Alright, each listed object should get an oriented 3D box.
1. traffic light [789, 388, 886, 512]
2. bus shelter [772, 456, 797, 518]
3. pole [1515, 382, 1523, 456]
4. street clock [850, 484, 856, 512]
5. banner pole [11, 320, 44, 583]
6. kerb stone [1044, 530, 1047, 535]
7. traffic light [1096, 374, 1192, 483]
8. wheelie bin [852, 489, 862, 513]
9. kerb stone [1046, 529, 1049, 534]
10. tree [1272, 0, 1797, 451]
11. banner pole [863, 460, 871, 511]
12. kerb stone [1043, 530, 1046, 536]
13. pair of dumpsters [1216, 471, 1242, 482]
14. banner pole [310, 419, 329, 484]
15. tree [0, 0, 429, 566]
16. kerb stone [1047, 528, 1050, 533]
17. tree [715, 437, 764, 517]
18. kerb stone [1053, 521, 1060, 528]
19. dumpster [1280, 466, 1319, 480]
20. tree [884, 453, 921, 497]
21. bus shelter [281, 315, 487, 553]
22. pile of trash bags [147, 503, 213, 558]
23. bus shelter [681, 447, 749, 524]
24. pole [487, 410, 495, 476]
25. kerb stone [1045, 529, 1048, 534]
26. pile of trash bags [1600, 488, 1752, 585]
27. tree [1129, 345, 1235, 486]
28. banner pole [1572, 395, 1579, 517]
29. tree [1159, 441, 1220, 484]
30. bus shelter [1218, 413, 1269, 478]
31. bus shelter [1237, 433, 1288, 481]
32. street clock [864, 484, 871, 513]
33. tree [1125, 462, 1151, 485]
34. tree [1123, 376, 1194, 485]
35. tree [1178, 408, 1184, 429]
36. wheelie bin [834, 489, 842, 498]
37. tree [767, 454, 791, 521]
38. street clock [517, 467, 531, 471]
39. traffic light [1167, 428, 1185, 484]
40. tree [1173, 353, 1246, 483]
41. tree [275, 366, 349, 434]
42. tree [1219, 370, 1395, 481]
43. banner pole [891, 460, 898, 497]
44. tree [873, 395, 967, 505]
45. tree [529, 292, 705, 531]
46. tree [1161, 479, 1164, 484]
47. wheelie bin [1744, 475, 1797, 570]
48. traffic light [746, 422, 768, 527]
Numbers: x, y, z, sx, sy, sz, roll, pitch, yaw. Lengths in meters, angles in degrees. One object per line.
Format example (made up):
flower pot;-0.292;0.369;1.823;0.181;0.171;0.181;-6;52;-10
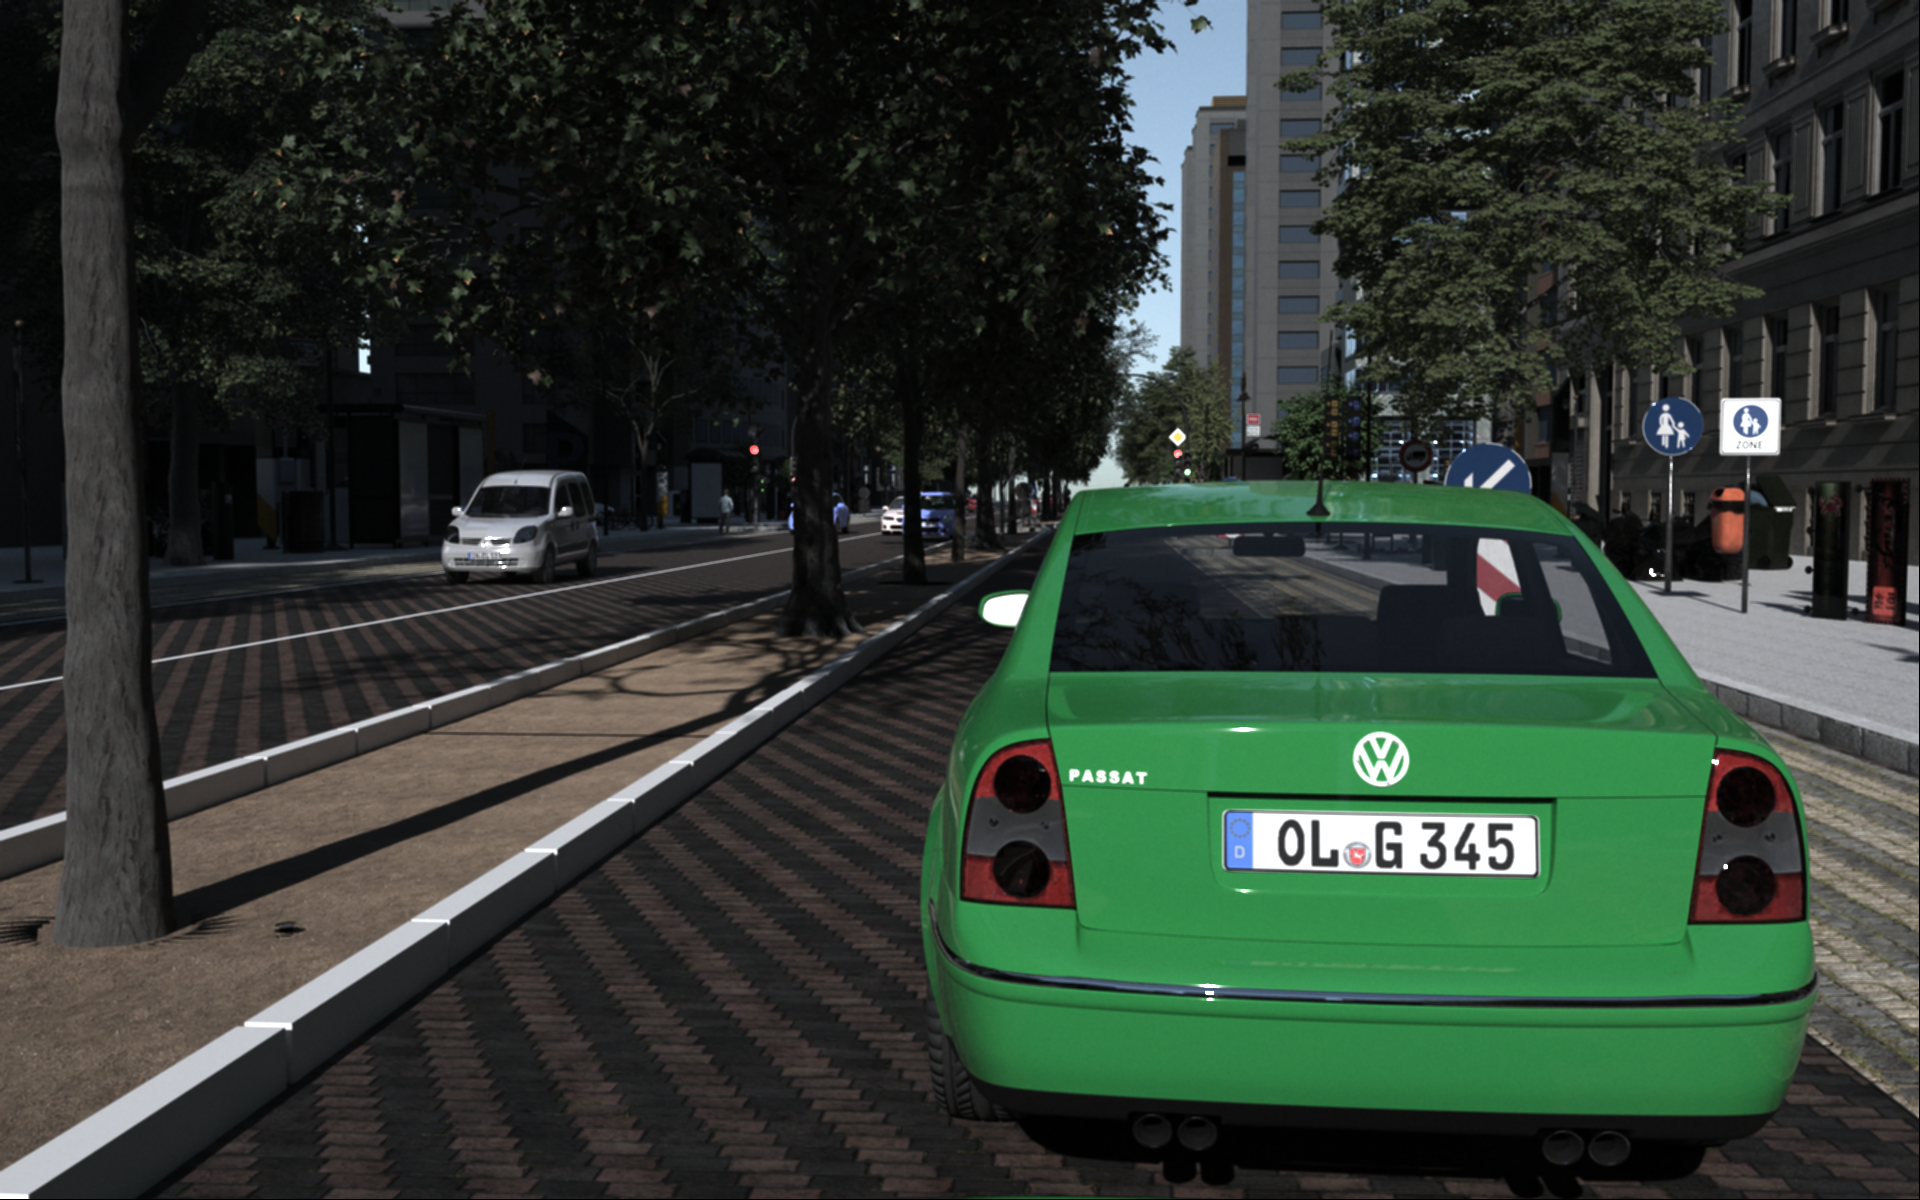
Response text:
traffic light;-5.106;-6.115;74.648;4.771;5.953;1.251;0;4;5
bus shelter;-8.923;-6.108;93.782;2.014;3.302;5.546;0;4;5
pole;10.149;-2.314;31.679;0.158;3.312;0.155;0;3;0
street clock;-7.811;-7.438;126.188;0.358;2.002;0.471;-3;4;-36
banner pole;-13.414;-2.124;24.742;0.401;3.779;0.863;-1;4;-18
kerb stone;2.744;-2.173;57.826;0.120;0.150;1.000;0;4;5
traffic light;6.461;-5.557;65.526;4.771;5.953;1.251;0;4;5
wheelie bin;-6.898;-6.625;116.227;0.693;1.594;0.980;-1;4;-14
kerb stone;2.909;-2.304;59.864;0.120;0.150;1.000;0;4;5
tree;8.727;-6.648;26.830;7.486;12.596;7.792;0;3;0
banner pole;-6.819;-8.454;128.247;0.863;3.779;0.401;3;4;37
kerb stone;2.660;-2.117;56.807;0.120;0.150;1.000;0;4;5
pair of dumpsters;11.859;-4.503;76.115;1.574;2.255;4.437;0;4;5
banner pole;-18.541;-3.702;50.538;0.863;3.779;0.401;-3;4;-38
tree;-14.003;-7.599;30.891;9.857;13.997;8.962;0;3;0
kerb stone;2.992;-2.366;60.884;0.120;0.150;1.000;0;4;5
tree;-12.724;-7.074;99.380;4.285;4.588;4.351;0;3;0
kerb stone;4.305;-3.339;76.789;0.120;0.150;1.000;0;4;5
dumpster;10.499;-3.105;53.265;1.502;2.255;1.985;0;4;4
tree;-4.751;-9.504;139.110;4.285;4.588;4.351;0;3;0
bus shelter;-13.770;-3.911;41.582;2.179;5.291;8.768;0;4;5
pile of trash bags;-17.015;-1.603;35.965;3.447;1.369;1.912;1;4;16
bus shelter;-10.776;-5.099;77.285;2.014;3.302;5.546;0;4;5
pole;-11.455;-2.967;42.347;0.158;3.312;0.155;0;3;0
kerb stone;2.820;-2.232;58.846;0.120;0.150;1.000;0;4;5
pile of trash bags;10.821;-0.979;25.755;1.912;1.369;3.447;0;3;0
tree;17.147;-13.131;132.816;7.486;12.596;7.792;0;3;0
banner pole;15.486;-3.279;43.623;0.401;3.779;0.863;1;4;19
tree;14.525;-7.757;110.541;4.285;4.588;4.351;0;3;0
bus shelter;13.675;-6.500;83.913;2.179;5.291;8.768;0;4;5
bus shelter;10.729;-4.017;59.596;2.014;3.302;5.546;0;4;5
street clock;-6.390;-7.061;120.017;0.471;2.002;0.358;0;4;-4
tree;22.751;-16.093;213.480;4.737;8.622;4.395;0;3;0
tree;20.934;-16.946;183.727;9.857;13.997;8.962;0;3;0
tree;18.072;-13.417;153.784;7.601;10.594;8.767;-1;4;-11
wheelie bin;-8.265;-6.626;116.238;0.693;1.594;0.980;0;4;6
tree;-8.377;-5.468;84.008;1.663;3.219;1.824;0;3;0
street clock;-11.711;-2.571;46.608;0.471;2.002;0.358;-1;4;-17
traffic light;9.209;-5.170;73.454;0.839;4.253;0.868;0;4;5
tree;12.997;-8.619;91.279;4.737;8.622;4.395;0;3;0
tree;-34.010;-8.551;90.166;4.737;8.622;4.395;0;3;0
tree;9.886;-3.809;45.999;4.285;4.588;4.351;0;3;0
banner pole;-4.775;-8.398;127.317;0.863;3.779;0.401;3;4;36
tree;-4.518;-13.951;146.220;7.486;12.596;7.792;0;3;0
tree;-11.034;-7.628;59.135;8.767;10.594;7.601;1;4;16
tree;19.959;-10.674;169.119;1.663;3.219;1.824;0;3;0
wheelie bin;13.719;-1.320;29.488;0.980;1.594;0.693;-2;4;-30
traffic light;-7.854;-4.765;66.826;0.839;4.253;0.868;0;4;5
